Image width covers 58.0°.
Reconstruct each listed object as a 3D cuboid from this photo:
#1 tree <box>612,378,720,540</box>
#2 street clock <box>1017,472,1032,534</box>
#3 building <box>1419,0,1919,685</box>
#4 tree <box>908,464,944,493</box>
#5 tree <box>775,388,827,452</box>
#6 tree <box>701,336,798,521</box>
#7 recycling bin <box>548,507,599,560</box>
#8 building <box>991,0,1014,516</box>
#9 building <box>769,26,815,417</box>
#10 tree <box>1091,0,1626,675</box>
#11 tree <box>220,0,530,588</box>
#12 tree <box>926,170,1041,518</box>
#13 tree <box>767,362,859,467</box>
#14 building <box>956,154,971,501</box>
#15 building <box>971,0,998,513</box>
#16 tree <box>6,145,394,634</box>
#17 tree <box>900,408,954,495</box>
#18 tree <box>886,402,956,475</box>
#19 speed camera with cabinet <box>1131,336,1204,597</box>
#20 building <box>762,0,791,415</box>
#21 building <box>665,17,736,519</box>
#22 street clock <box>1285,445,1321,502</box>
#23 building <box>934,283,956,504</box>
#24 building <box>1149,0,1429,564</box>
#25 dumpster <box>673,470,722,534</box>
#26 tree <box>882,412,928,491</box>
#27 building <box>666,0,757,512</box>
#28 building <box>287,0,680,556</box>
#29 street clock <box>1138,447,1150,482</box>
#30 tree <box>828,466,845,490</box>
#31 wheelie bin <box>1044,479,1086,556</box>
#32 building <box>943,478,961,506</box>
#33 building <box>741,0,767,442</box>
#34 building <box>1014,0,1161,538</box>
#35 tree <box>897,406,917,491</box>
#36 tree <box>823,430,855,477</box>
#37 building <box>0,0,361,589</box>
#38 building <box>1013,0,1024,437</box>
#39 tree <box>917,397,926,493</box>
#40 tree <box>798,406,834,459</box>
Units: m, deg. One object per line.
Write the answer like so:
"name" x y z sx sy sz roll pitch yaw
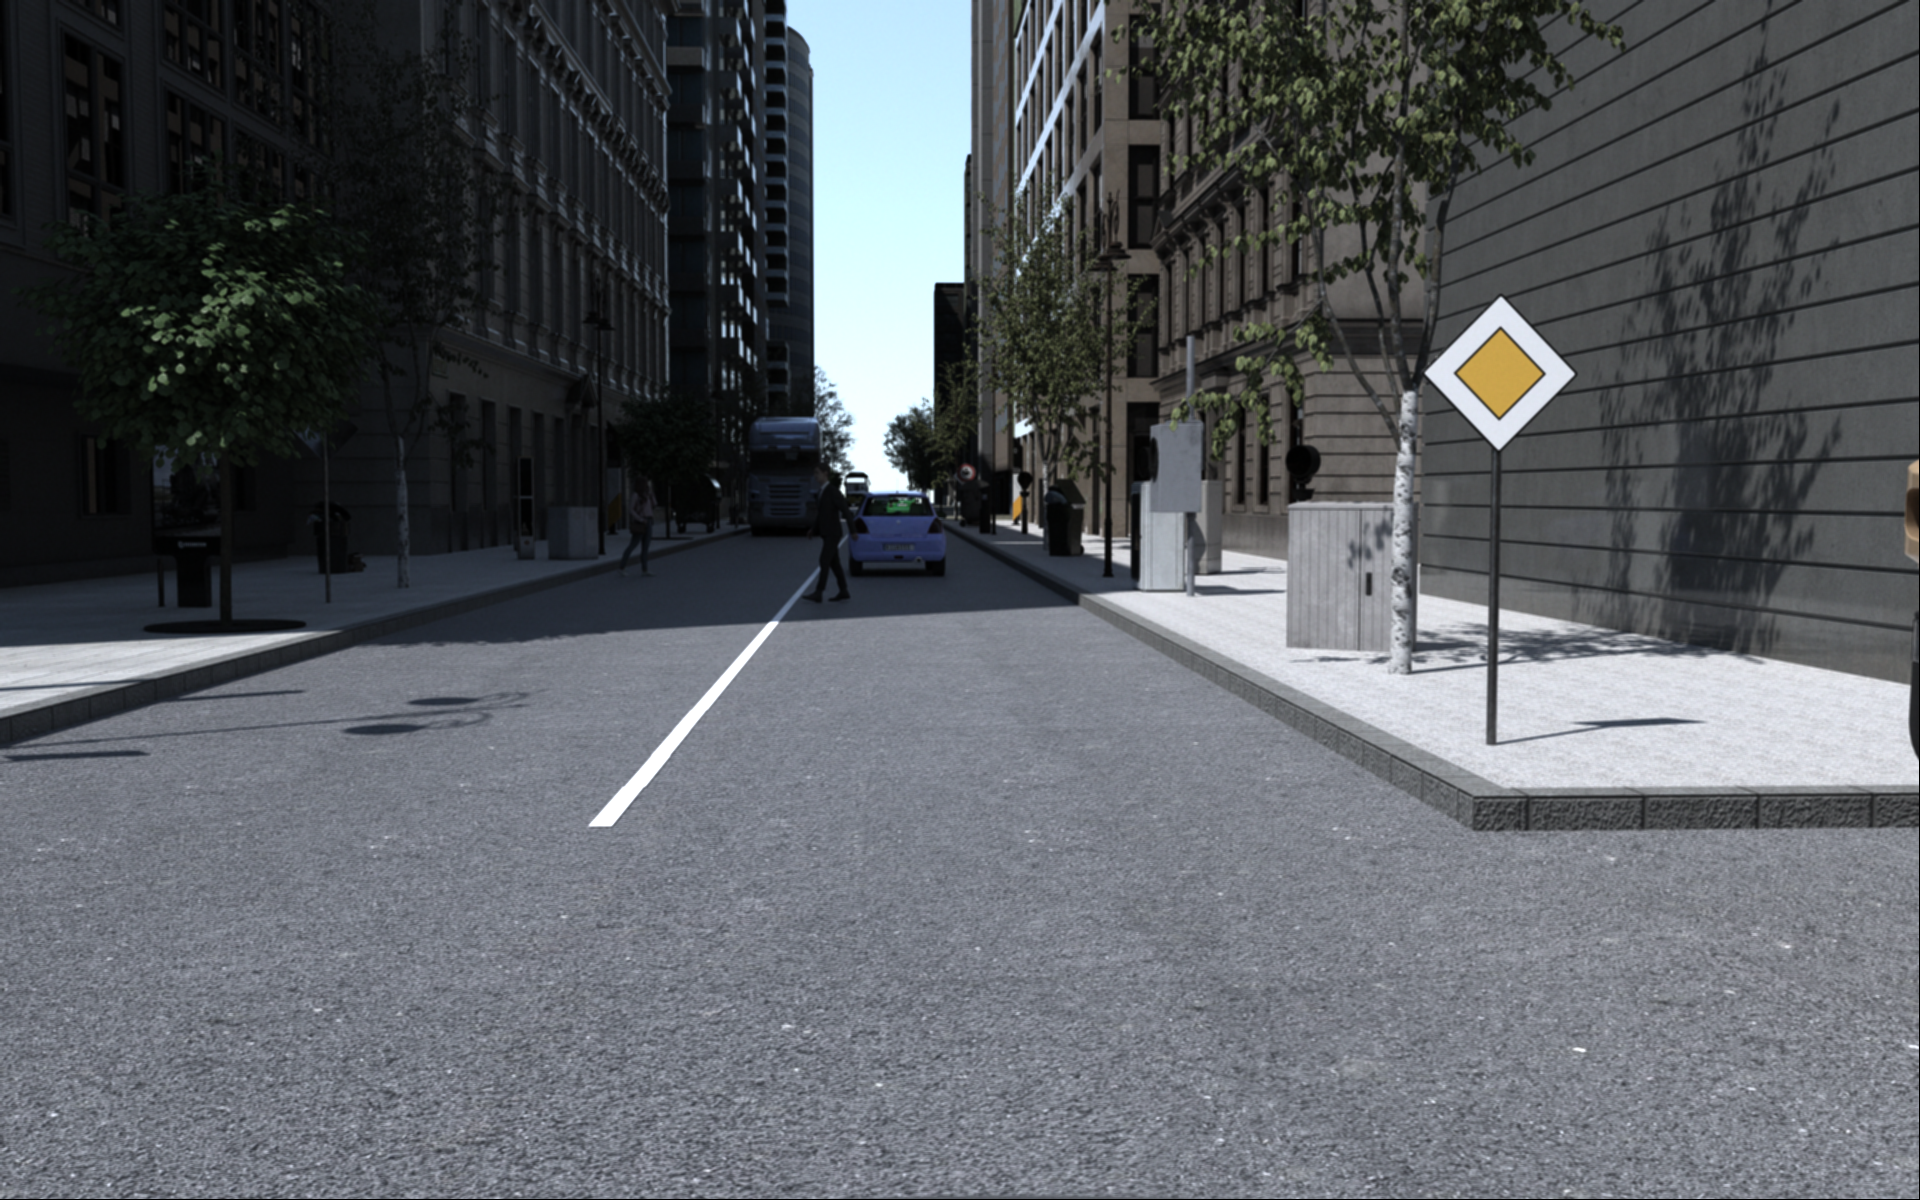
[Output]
"tree" -8.287 -4.006 49.219 4.285 4.588 4.351 0 3 0
"street clock" 2.089 -3.137 55.862 0.471 2.002 0.358 0 4 5
"building" 20.859 -14.618 16.494 29.804 29.767 11.434 0 4 -3
"tree" -3.285 -11.227 167.279 4.285 4.588 4.351 0 3 0
"tree" -11.668 -10.417 120.672 4.737 8.622 4.395 0 3 0
"tree" -9.978 -7.969 80.654 4.360 8.622 3.978 0 3 0
"recycling bin" -7.601 -1.314 34.031 0.722 1.027 0.722 3 5 41
"building" 9.374 -27.979 107.574 14.600 45.320 14.200 0 4 -3
"building" -29.158 -41.138 214.607 21.231 58.520 28.212 0 4 -3
"tree" 3.085 -3.790 12.336 4.737 8.622 4.395 0 3 0
"tree" -7.654 -4.457 23.238 4.360 8.622 3.978 0 3 0
"tree" 2.103 -5.439 39.294 4.737 8.622 4.395 0 3 0
"tree" -14.038 -15.251 159.722 12.009 13.543 11.850 0 3 0
"building" 7.259 -23.154 150.262 14.160 30.474 14.107 0 4 -3
"building" 11.293 -35.868 128.443 21.231 58.520 28.212 0 4 -3
"tree" -7.086 -1.999 16.402 4.285 4.588 4.351 0 3 0
"tree" -2.777 -11.971 146.085 4.360 8.622 3.978 0 3 0
"tree" -4.033 -14.786 176.165 7.601 10.594 8.767 -1 4 -20
"speed camera with cabinet" 2.655 -1.719 22.439 0.660 3.252 2.038 0 4 -4
"building" -28.118 -53.262 183.512 22.319 86.520 31.000 0 4 -3
"building" -29.019 -24.619 94.395 32.217 40.220 23.993 0 4 -3
"street clock" 5.056 -1.284 25.570 0.358 2.002 0.471 -3 5 -45
"building" 3.372 -28.441 236.713 14.160 30.474 14.107 0 4 -3
"building" 10.657 -10.749 40.371 10.561 19.102 19.286 0 4 -3
"dumpster" -8.684 -3.336 57.039 1.502 2.255 1.985 0 4 -2
"tree" -6.402 -18.025 220.461 9.928 11.665 9.643 0 3 0
"building" -26.070 -30.694 121.456 23.786 49.044 30.456 0 4 -3
"building" -19.838 -17.113 56.210 17.030 29.872 44.131 0 4 -3
"street clock" 2.930 -1.358 26.771 0.358 2.002 0.471 -1 4 -15
"tree" -15.215 -13.507 204.547 4.285 4.588 4.351 0 3 0
"wheelie bin" 2.153 -1.714 35.940 0.693 1.594 0.980 2 4 33
"building" 14.181 -32.170 217.860 32.217 40.220 23.993 0 4 -3
"building" -23.570 -30.207 143.988 14.600 45.320 14.200 0 4 -3
"building" 13.006 -16.070 67.262 19.350 26.468 34.151 0 4 -3
"tree" -0.431 -8.750 93.422 4.737 8.622 4.395 0 3 0
"tree" -17.840 -18.567 237.976 7.601 10.594 8.767 -3 5 -44
"building" -18.275 -13.962 21.789 14.314 27.812 24.014 0 4 -3
"building" 9.766 -25.076 93.586 14.154 41.232 14.086 0 4 -3
"tree" 2.173 -5.795 45.111 4.737 8.622 4.395 0 3 0
"tree" -12.835 -11.933 145.472 4.360 8.622 3.978 0 3 0
